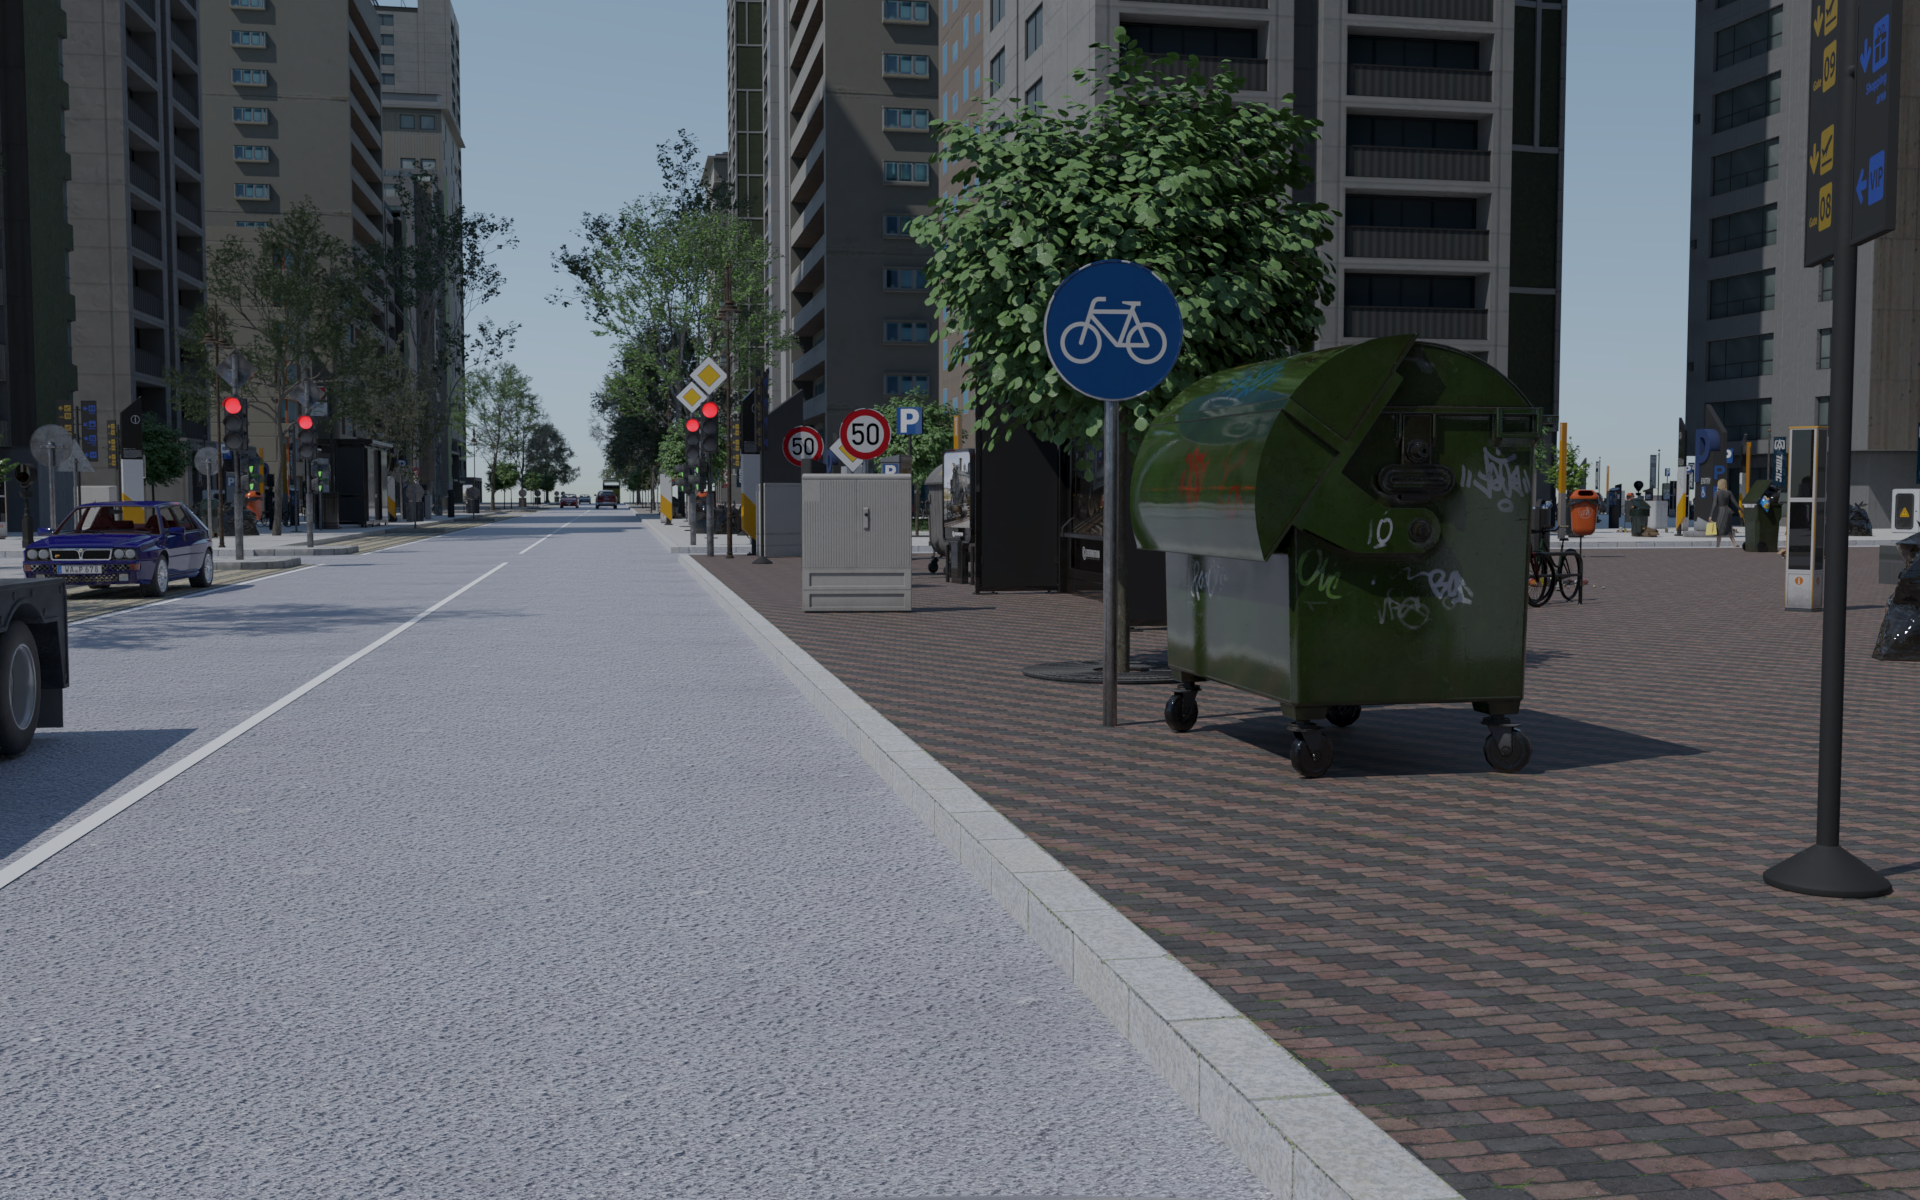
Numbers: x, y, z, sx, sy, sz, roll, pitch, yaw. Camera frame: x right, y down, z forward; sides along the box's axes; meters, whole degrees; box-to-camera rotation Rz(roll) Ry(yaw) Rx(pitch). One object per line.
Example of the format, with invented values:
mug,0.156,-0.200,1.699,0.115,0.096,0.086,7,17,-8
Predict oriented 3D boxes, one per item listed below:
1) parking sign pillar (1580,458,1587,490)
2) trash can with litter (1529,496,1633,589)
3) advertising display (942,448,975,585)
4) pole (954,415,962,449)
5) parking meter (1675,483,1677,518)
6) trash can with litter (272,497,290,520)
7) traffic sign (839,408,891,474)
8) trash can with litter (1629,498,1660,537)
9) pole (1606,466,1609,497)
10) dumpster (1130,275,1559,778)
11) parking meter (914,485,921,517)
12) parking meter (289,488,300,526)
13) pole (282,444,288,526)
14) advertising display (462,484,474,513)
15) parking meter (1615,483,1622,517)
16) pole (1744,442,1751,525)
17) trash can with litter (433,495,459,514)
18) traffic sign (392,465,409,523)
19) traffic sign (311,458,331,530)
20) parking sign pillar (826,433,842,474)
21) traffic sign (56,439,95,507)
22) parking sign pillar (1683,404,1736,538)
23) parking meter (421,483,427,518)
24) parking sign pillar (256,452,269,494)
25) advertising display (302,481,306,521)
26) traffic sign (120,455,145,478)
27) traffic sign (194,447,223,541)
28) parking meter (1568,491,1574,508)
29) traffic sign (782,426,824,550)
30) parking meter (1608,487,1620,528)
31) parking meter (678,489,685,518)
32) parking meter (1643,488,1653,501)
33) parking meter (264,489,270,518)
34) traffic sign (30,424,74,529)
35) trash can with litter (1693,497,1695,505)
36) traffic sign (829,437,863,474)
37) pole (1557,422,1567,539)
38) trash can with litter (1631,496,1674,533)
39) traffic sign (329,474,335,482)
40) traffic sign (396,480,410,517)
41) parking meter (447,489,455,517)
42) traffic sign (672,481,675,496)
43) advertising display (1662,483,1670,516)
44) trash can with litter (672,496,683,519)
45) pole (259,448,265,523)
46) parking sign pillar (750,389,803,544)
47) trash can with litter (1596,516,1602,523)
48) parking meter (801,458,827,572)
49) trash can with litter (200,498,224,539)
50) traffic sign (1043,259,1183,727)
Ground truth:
parking sign pillar,45.831,-8.539,128.083,1.447,3.967,1.447,3,5,45
trash can with litter,8.414,-0.825,24.539,1.678,1.210,2.233,2,4,30
advertising display,-0.002,-1.195,24.760,0.123,1.923,0.974,-2,4,-25
pole,-0.055,-3.131,45.033,0.158,3.312,0.155,0,3,0
parking meter,39.214,-5.430,94.484,0.399,1.863,0.255,-3,5,-42
trash can with litter,-36.302,-4.934,92.066,0.624,1.170,1.055,0,4,2
traffic sign,-1.405,-1.571,25.786,0.768,2.556,0.104,0,4,-3
trash can with litter,20.482,-2.465,51.692,0.624,1.170,1.055,-1,4,-16
pole,46.781,-8.029,125.111,0.158,3.312,0.155,0,3,0
dumpster,1.838,-0.374,8.603,1.502,2.255,1.985,-1,4,-11
parking meter,-2.374,-5.554,96.511,0.255,1.863,0.399,-2,4,-32
parking meter,-26.938,-3.772,70.086,0.372,1.533,0.369,0,3,0
pole,-27.324,-4.663,70.088,0.158,3.312,0.155,0,3,0
advertising display,-32.596,-6.705,114.839,0.974,1.923,0.123,2,4,31
parking meter,36.093,-5.464,95.049,0.399,1.863,0.255,1,4,22
pole,31.006,-4.546,68.168,0.158,3.312,0.155,0,3,0
trash can with litter,-33.335,-6.115,111.038,2.233,1.210,1.678,-1,4,-14
traffic sign,-24.887,-4.710,77.119,0.768,2.556,0.104,0,4,-2
traffic sign,-22.541,-3.724,60.989,0.768,2.556,0.104,0,4,-2
parking sign pillar,-5.479,-5.339,75.770,1.447,3.967,1.447,-1,4,-16
traffic sign,-20.816,-2.493,40.768,0.884,2.594,0.081,0,4,-2
parking sign pillar,22.316,-3.854,51.483,1.447,3.967,1.447,0,4,2
parking meter,-29.172,-5.421,94.350,0.255,1.863,0.399,0,4,-5
parking sign pillar,-42.650,-7.175,105.789,1.447,3.967,1.447,0,4,6
advertising display,-31.353,-4.813,83.906,0.123,1.923,0.974,3,5,42
traffic sign,-21.539,-2.630,45.128,0.606,2.300,0.079,-1,4,-11
traffic sign,-20.242,-2.849,46.682,0.768,2.556,0.104,0,4,-3
parking meter,28.988,-4.669,82.049,0.255,1.863,0.399,-3,5,-42
traffic sign,-2.930,-1.975,32.395,0.768,2.556,0.104,0,4,-6
parking meter,24.486,-3.451,64.834,0.372,1.533,0.369,0,3,0
parking meter,-15.083,-5.225,93.844,0.372,1.533,0.369,0,3,0
parking meter,25.931,-3.480,65.305,0.372,1.533,0.369,0,3,0
parking meter,-36.149,-5.024,90.547,0.372,1.533,0.369,0,3,0
traffic sign,-16.622,-1.933,31.710,0.768,2.556,0.104,0,4,-4
trash can with litter,42.447,-5.415,99.929,0.624,1.170,1.055,0,4,7
traffic sign,-1.791,-1.693,28.866,0.795,2.450,0.064,-1,4,-11
pole,17.182,-3.398,49.396,0.158,3.312,0.155,0,3,0
trash can with litter,22.800,-2.845,57.577,2.233,1.210,1.678,1,4,18
traffic sign,-27.103,-4.536,74.162,0.884,2.594,0.081,-1,4,-11
traffic sign,-28.230,-5.355,87.556,0.884,2.594,0.081,-1,4,-9
parking meter,-27.919,-5.295,94.983,0.372,1.533,0.369,0,3,0
traffic sign,-19.267,-7.079,115.842,0.768,2.556,0.104,-1,4,-11
advertising display,41.157,-5.829,100.515,0.974,1.923,0.123,-1,4,-19
trash can with litter,-14.653,-4.785,89.622,0.624,1.170,1.055,-3,5,-39
pole,-30.909,-5.068,76.700,0.158,3.312,0.155,0,3,0
parking sign pillar,-4.678,-3.419,44.377,1.447,3.967,1.447,-2,4,-34
trash can with litter,28.037,-4.027,77.234,1.055,1.170,0.624,-1,4,-12
parking meter,-2.394,-1.395,28.525,0.255,1.863,0.399,3,5,43
trash can with litter,-21.755,-2.380,50.299,0.624,1.170,1.055,-1,4,-18
traffic sign,0.831,-0.575,9.510,0.768,2.556,0.104,0,4,-5
